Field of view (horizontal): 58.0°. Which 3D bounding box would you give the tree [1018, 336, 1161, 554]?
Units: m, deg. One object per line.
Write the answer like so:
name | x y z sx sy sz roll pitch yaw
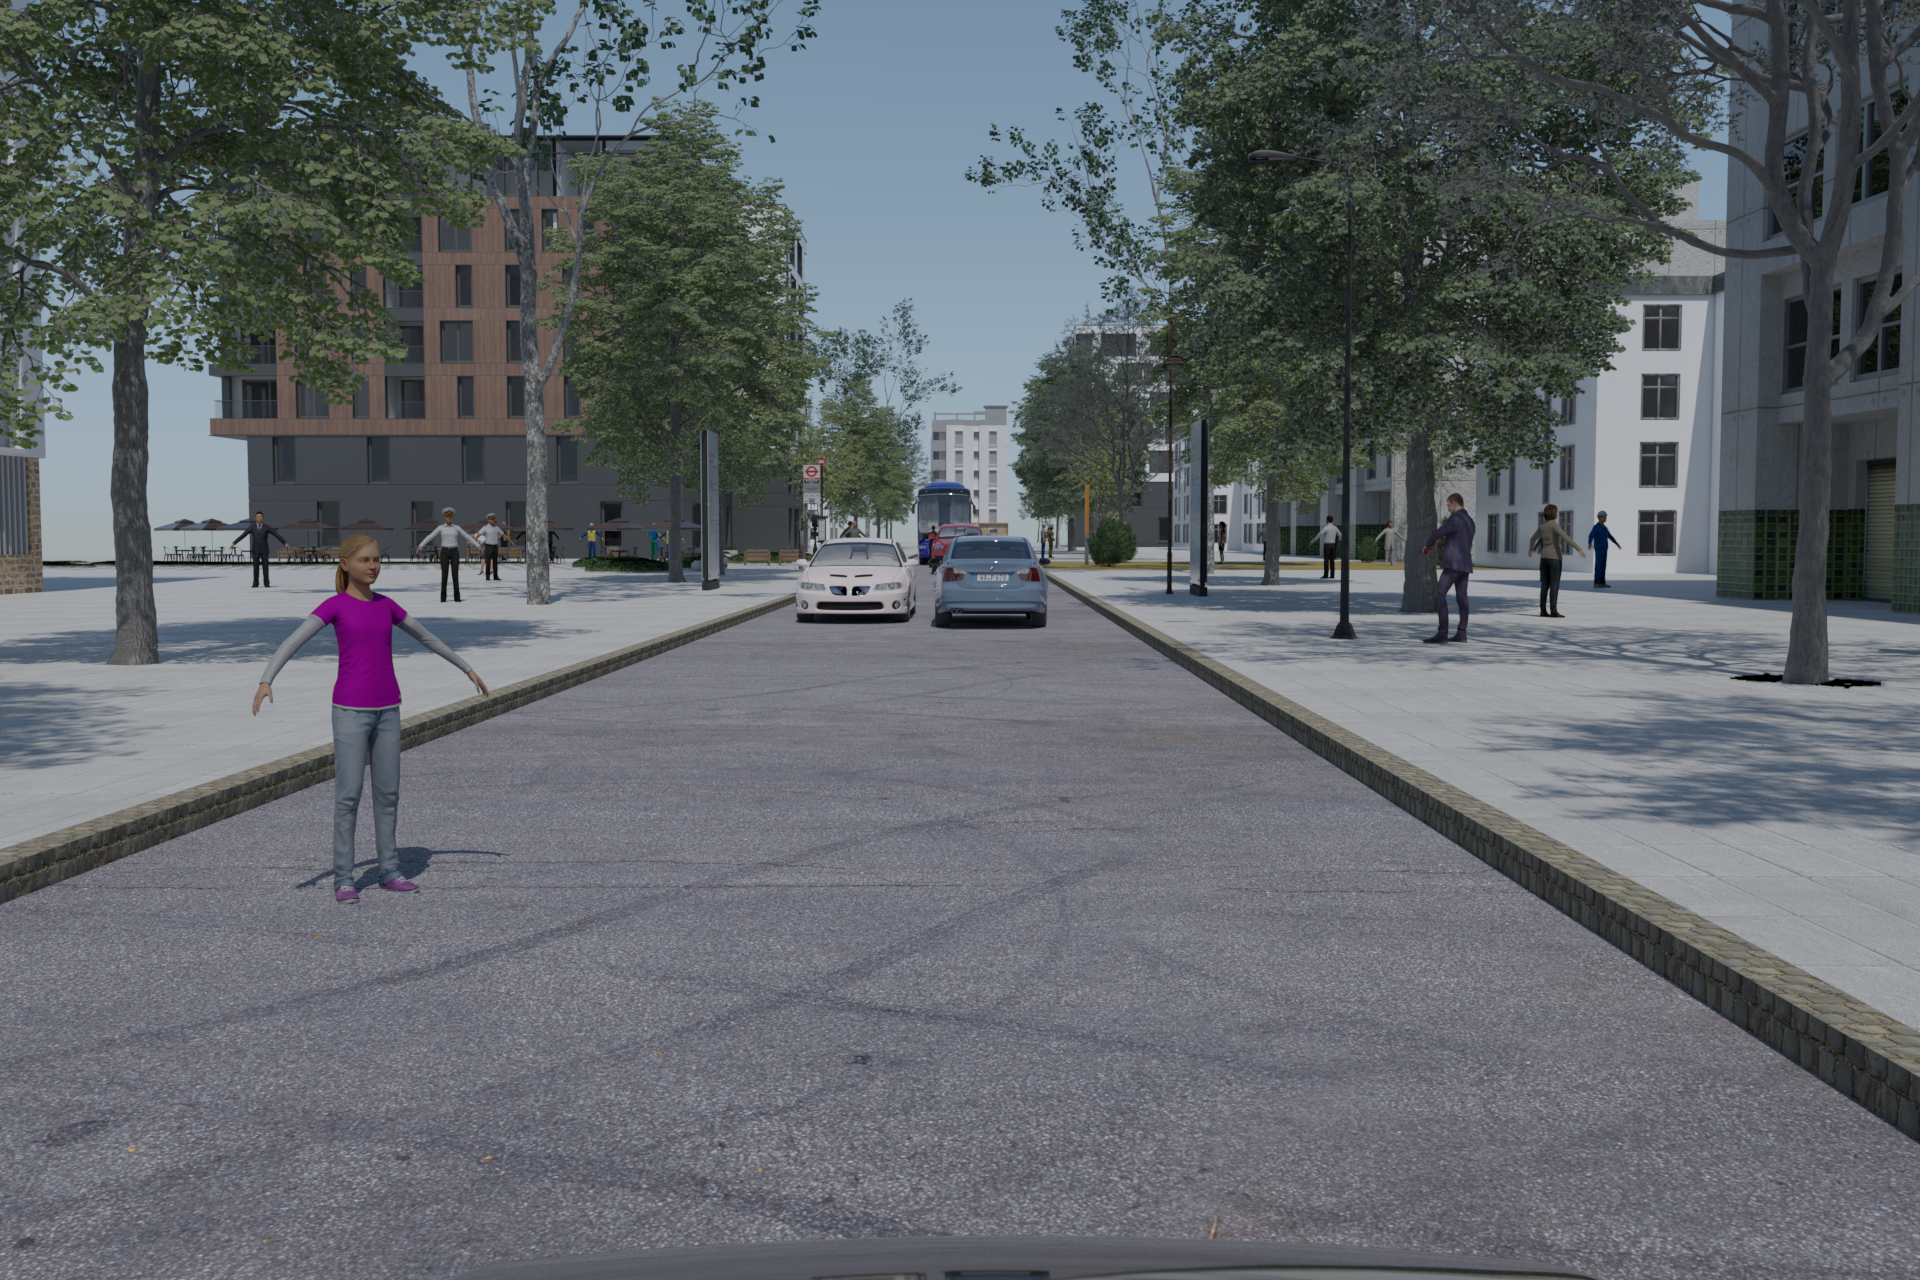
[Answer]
tree | 8.225 -12.439 110.029 9.857 13.997 8.962 0 3 0

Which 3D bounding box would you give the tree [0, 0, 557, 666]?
tree | -7.788 -6.045 16.967 7.486 12.596 7.792 0 3 0

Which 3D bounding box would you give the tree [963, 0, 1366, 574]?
tree | 6.981 -12.250 56.175 12.611 20.169 13.585 0 3 0

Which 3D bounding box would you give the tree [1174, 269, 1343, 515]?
tree | 12.675 -9.349 70.988 7.486 12.596 7.792 0 3 0

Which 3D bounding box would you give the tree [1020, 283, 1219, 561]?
tree | 7.892 -10.599 83.656 12.009 13.543 11.850 0 3 0

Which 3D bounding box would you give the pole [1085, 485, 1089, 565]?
pole | 5.275 -4.780 71.991 0.158 3.312 0.155 0 3 0

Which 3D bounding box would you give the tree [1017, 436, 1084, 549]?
tree | 8.620 -13.725 150.158 9.928 11.665 9.643 0 3 0

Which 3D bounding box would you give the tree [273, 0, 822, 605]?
tree | -8.307 -10.625 29.615 12.611 20.169 13.585 0 3 0

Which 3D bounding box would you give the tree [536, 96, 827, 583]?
tree | -7.373 -7.771 45.176 7.486 12.596 7.792 0 3 0

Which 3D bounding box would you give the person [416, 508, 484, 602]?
person | -9.587 -1.596 32.556 1.216 1.778 0.721 -1 4 -21

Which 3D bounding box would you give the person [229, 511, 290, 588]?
person | -16.742 -2.164 41.437 1.345 1.823 0.704 -1 4 -17

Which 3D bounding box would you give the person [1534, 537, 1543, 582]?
person | 15.797 -2.288 46.613 0.989 1.438 0.599 -2 4 -27

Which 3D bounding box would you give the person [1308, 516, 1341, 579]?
person | 10.565 -2.661 49.658 1.344 1.810 0.704 -2 4 -28

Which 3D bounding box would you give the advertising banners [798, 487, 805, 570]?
advertising banners | -5.790 -4.113 63.436 0.090 3.025 2.074 0 4 0

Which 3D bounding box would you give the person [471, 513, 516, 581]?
person | -12.886 -2.564 47.705 1.343 1.855 0.704 -3 5 -43

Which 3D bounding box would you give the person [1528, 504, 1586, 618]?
person | 9.154 -1.216 26.644 0.721 1.744 1.215 -1 4 -22

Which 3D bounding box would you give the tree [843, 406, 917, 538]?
tree | -7.371 -14.384 153.302 7.486 12.596 7.792 0 3 0

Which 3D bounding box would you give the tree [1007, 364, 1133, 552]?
tree | 7.967 -13.305 124.185 9.857 13.997 8.962 0 3 0

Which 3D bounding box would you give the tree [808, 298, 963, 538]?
tree | -6.581 -17.317 139.020 12.611 20.169 13.585 0 3 0

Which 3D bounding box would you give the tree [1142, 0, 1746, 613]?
tree | 7.586 -7.426 28.075 9.857 13.997 8.962 0 3 0

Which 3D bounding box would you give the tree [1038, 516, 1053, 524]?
tree | 13.318 -18.480 252.516 4.360 8.622 3.978 0 3 0

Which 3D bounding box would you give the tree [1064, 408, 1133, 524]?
tree | 8.147 -9.053 98.379 4.737 8.622 4.395 0 3 0

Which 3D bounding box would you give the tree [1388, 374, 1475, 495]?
tree | 20.028 -7.697 76.205 4.360 8.622 3.978 0 3 0

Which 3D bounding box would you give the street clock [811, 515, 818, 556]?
street clock | -5.403 -3.675 64.649 0.358 2.002 0.471 0 4 2

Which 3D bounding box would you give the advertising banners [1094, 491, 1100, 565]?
advertising banners | 5.574 -4.542 70.444 0.090 3.025 2.074 0 4 1

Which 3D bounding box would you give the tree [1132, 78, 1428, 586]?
tree | 7.987 -7.659 43.353 7.486 12.596 7.792 0 3 0

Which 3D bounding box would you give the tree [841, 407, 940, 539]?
tree | -6.992 -15.620 165.758 12.009 13.543 11.850 0 3 0

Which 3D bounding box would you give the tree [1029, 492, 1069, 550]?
tree | 8.082 -11.535 138.954 4.360 8.622 3.978 0 3 0

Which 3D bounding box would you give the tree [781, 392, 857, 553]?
tree | -7.739 -8.583 90.691 4.737 8.622 4.395 0 3 0

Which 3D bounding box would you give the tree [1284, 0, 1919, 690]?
tree | 7.419 -6.371 14.529 12.009 13.543 11.850 0 3 0

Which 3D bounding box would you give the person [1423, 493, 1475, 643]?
person | 5.747 -0.857 20.502 0.568 1.767 0.683 3 5 44

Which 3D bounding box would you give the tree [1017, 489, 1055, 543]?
tree | 12.014 -19.871 259.307 7.601 10.594 8.767 0 4 6

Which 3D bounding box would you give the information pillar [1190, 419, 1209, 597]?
information pillar | 4.996 -2.745 36.191 0.184 3.620 1.656 0 4 1

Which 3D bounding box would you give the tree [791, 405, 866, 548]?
tree | -7.649 -8.980 97.186 4.737 8.622 4.395 0 3 0

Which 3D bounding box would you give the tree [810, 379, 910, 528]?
tree | -7.537 -12.735 126.344 7.486 12.596 7.792 0 3 0

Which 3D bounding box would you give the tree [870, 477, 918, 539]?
tree | -9.673 -20.482 253.014 7.486 12.596 7.792 0 3 0

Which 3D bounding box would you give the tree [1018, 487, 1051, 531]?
tree | 7.909 -13.248 166.974 4.737 8.622 4.395 0 3 0

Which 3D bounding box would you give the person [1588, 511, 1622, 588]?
person | 15.362 -2.174 41.423 1.347 1.842 0.705 -3 4 -38

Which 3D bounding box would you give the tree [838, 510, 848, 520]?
tree | -19.688 -19.887 259.566 7.601 10.594 8.767 1 4 9

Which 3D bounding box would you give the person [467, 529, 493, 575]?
person | -15.029 -2.760 54.360 0.799 1.438 0.628 -2 4 -28

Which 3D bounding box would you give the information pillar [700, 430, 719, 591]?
information pillar | -5.763 -2.974 39.946 0.184 3.620 1.656 0 4 0

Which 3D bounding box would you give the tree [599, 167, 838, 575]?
tree | -7.722 -8.333 54.372 7.486 12.596 7.792 0 3 0
